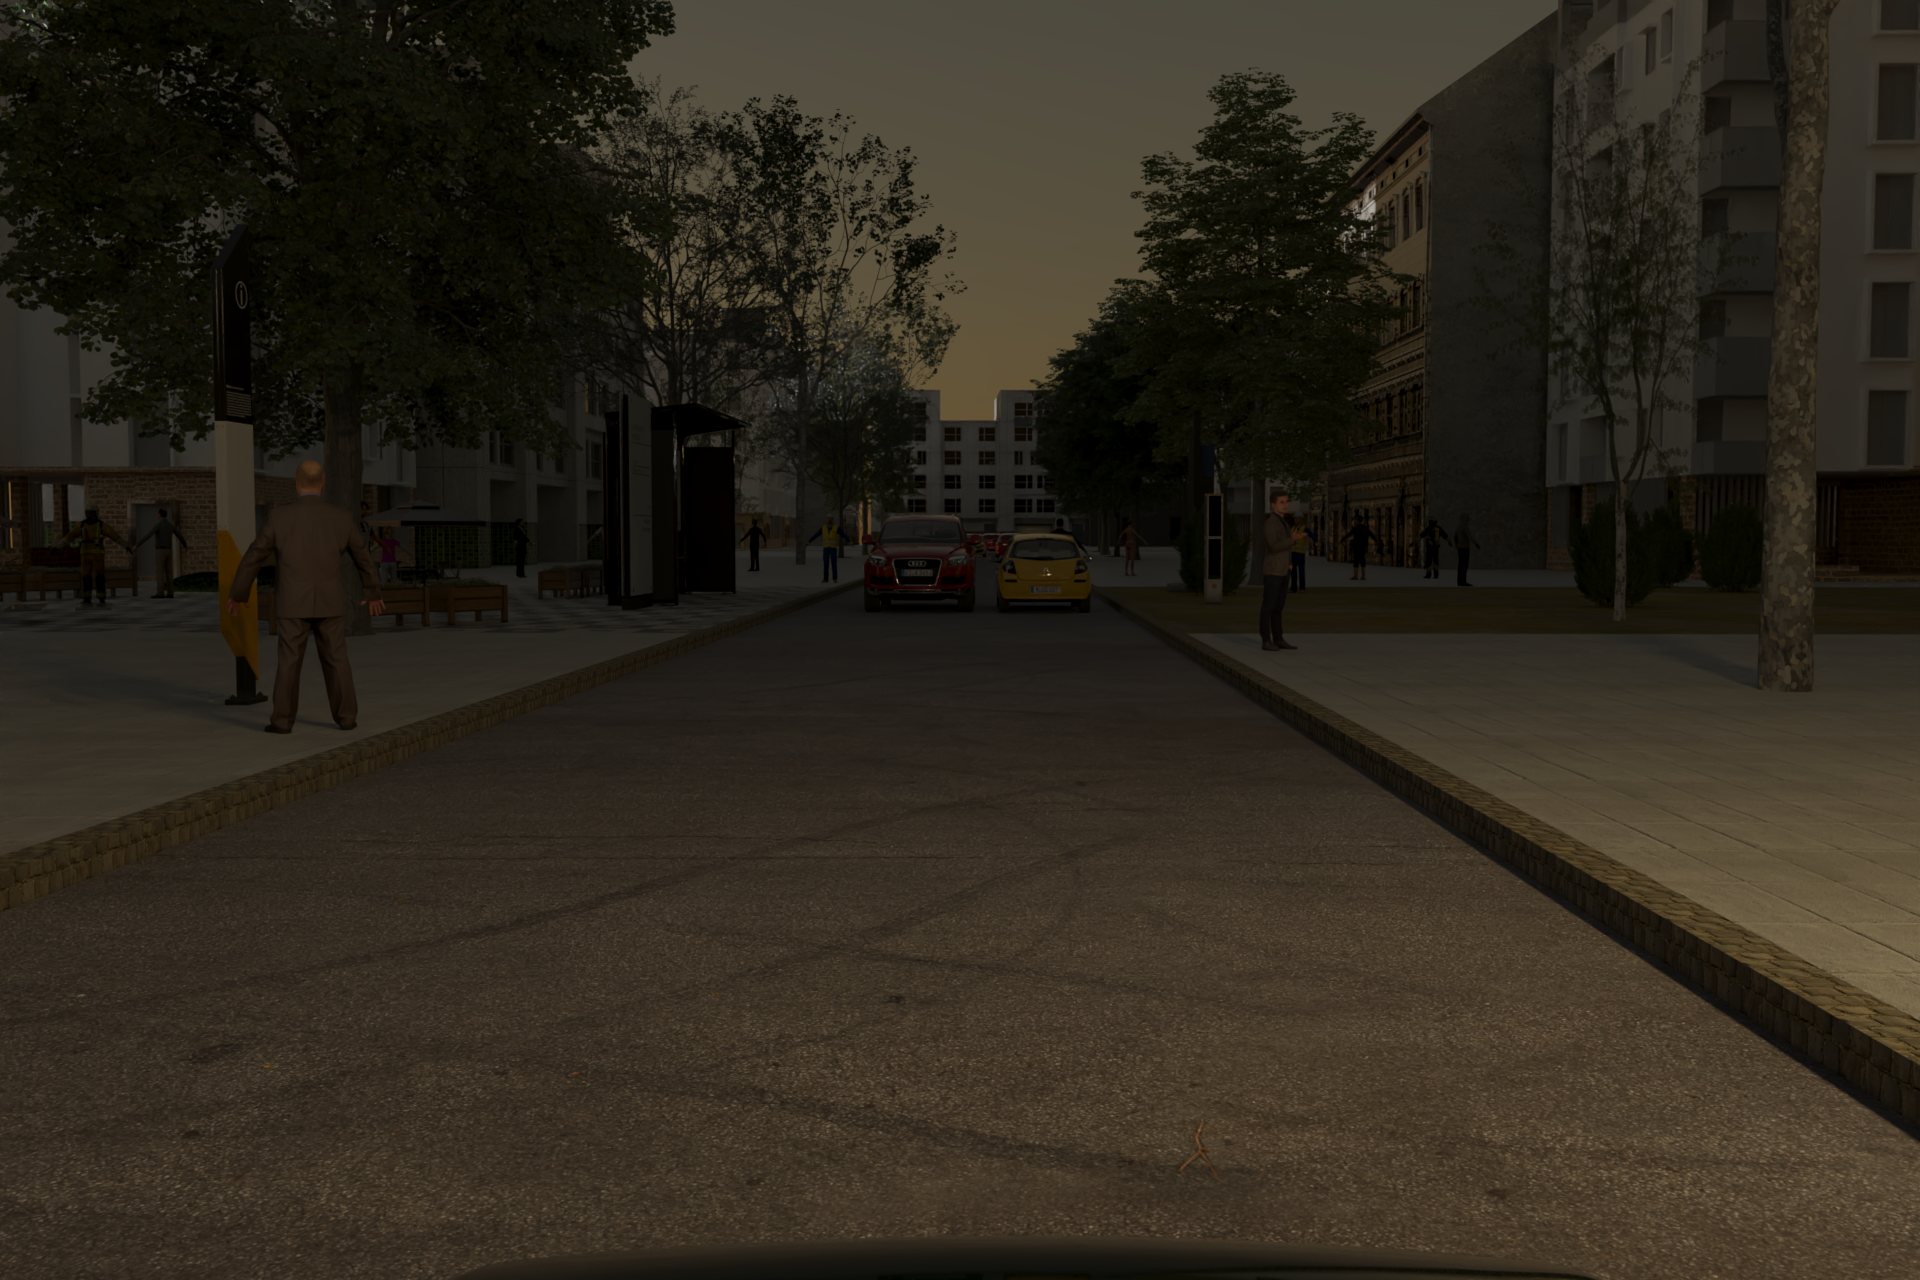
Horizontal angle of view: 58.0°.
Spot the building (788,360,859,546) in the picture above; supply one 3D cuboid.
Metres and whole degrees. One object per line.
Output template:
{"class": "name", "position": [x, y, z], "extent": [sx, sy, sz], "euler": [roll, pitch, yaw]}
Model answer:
{"class": "building", "position": [-21.409, -22.161, 193.253], "extent": [19.493, 23.208, 18.063], "euler": [0, 4, 2]}

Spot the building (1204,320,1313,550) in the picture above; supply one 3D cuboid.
{"class": "building", "position": [26.536, -18.041, 151.386], "extent": [16.016, 20.090, 11.380], "euler": [0, 4, 2]}

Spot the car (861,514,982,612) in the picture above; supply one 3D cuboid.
{"class": "car", "position": [-0.719, -1.520, 33.533], "extent": [2.281, 1.827, 5.304], "euler": [0, 4, 1]}

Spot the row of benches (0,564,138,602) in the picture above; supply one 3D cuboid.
{"class": "row of benches", "position": [-17.744, -1.129, 33.916], "extent": [1.422, 0.672, 4.104], "euler": [1, 4, 17]}

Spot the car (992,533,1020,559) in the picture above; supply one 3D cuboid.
{"class": "car", "position": [2.900, -5.467, 98.433], "extent": [2.155, 1.783, 4.494], "euler": [0, 4, 1]}

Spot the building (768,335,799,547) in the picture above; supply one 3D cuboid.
{"class": "building", "position": [-21.749, -18.937, 166.044], "extent": [16.016, 20.090, 11.380], "euler": [0, 4, 1]}

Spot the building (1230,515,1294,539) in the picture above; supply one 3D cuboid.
{"class": "building", "position": [29.883, -19.186, 170.108], "extent": [16.016, 20.090, 11.380], "euler": [0, 4, 2]}

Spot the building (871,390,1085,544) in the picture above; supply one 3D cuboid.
{"class": "building", "position": [4.719, -21.412, 218.995], "extent": [31.486, 18.905, 16.747], "euler": [0, 4, -1]}

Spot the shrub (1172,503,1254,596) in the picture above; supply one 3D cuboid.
{"class": "shrub", "position": [5.286, -1.947, 36.256], "extent": [1.690, 2.028, 1.600], "euler": [0, 3, 0]}

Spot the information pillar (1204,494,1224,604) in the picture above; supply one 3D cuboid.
{"class": "information pillar", "position": [4.634, -1.661, 31.644], "extent": [0.304, 2.012, 0.304], "euler": [0, 4, 0]}

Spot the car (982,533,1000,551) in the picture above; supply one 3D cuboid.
{"class": "car", "position": [2.238, -6.938, 122.480], "extent": [2.155, 1.783, 4.494], "euler": [0, 4, 1]}

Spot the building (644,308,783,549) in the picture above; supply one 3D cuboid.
{"class": "building", "position": [-21.582, -17.711, 146.002], "extent": [16.016, 20.090, 11.380], "euler": [0, 4, 2]}

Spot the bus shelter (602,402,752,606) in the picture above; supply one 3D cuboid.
{"class": "bus shelter", "position": [-5.433, -2.615, 34.031], "extent": [1.731, 3.624, 6.357], "euler": [0, 4, 2]}

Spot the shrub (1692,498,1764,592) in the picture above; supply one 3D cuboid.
{"class": "shrub", "position": [17.130, -2.095, 38.291], "extent": [1.661, 2.075, 1.752], "euler": [0, 3, 0]}

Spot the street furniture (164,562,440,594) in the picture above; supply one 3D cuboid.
{"class": "street furniture", "position": [-15.806, -1.620, 42.111], "extent": [5.734, 0.657, 10.072], "euler": [0, 4, -8]}

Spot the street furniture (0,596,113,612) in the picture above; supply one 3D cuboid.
{"class": "street furniture", "position": [-18.765, -1.161, 25.832], "extent": [11.010, 1.723, 9.812], "euler": [-2, 4, -25]}

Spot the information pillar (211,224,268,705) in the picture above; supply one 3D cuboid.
{"class": "information pillar", "position": [-5.413, -1.321, 12.947], "extent": [0.183, 3.616, 0.504], "euler": [0, 4, 1]}

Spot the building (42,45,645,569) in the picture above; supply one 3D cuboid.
{"class": "building", "position": [-25.804, -12.988, 78.806], "extent": [16.747, 18.905, 31.486], "euler": [0, 4, 1]}

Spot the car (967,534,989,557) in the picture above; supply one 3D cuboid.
{"class": "car", "position": [0.795, -5.988, 108.130], "extent": [2.015, 1.641, 3.980], "euler": [0, 4, 1]}

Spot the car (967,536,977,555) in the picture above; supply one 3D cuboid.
{"class": "car", "position": [-0.108, -4.610, 87.951], "extent": [1.945, 1.354, 3.894], "euler": [0, 4, 1]}

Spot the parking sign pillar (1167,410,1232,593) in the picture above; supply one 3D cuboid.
{"class": "parking sign pillar", "position": [5.316, -3.051, 38.359], "extent": [1.447, 3.967, 1.447], "euler": [0, 4, 2]}

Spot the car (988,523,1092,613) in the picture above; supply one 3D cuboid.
{"class": "car", "position": [1.550, -1.391, 32.968], "extent": [2.015, 1.641, 3.980], "euler": [0, 4, 0]}

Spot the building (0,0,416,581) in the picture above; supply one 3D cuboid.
{"class": "building", "position": [-24.586, -11.748, 48.497], "extent": [16.016, 20.090, 11.380], "euler": [0, 4, 1]}

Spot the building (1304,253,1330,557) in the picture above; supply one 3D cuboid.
{"class": "building", "position": [29.455, -15.912, 91.086], "extent": [19.493, 23.208, 18.063], "euler": [0, 4, 1]}

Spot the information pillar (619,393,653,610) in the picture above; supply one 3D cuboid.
{"class": "information pillar", "position": [-5.563, -2.353, 29.793], "extent": [0.184, 3.620, 1.656], "euler": [0, 4, 2]}

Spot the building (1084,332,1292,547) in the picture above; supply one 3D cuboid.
{"class": "building", "position": [27.653, -21.254, 191.484], "extent": [27.936, 21.610, 32.646], "euler": [0, 4, 2]}

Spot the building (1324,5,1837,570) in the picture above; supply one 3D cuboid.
{"class": "building", "position": [26.137, -14.659, 70.611], "extent": [19.493, 23.208, 18.063], "euler": [0, 4, 1]}

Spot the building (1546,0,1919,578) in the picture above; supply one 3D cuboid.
{"class": "building", "position": [25.622, -12.364, 58.577], "extent": [16.016, 20.090, 11.380], "euler": [0, 4, 1]}

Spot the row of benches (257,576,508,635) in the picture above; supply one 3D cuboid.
{"class": "row of benches", "position": [-7.857, -0.510, 23.801], "extent": [1.422, 0.672, 4.104], "euler": [2, 4, 33]}

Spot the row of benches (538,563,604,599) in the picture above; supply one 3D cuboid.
{"class": "row of benches", "position": [-7.864, -1.249, 35.885], "extent": [1.422, 0.672, 4.104], "euler": [0, 4, 4]}

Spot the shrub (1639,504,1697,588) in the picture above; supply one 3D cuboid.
{"class": "shrub", "position": [16.865, -2.274, 41.597], "extent": [1.690, 2.028, 1.600], "euler": [0, 3, 0]}

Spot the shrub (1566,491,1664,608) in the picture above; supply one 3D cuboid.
{"class": "shrub", "position": [11.487, -1.588, 30.380], "extent": [1.690, 2.028, 1.600], "euler": [0, 3, 0]}
